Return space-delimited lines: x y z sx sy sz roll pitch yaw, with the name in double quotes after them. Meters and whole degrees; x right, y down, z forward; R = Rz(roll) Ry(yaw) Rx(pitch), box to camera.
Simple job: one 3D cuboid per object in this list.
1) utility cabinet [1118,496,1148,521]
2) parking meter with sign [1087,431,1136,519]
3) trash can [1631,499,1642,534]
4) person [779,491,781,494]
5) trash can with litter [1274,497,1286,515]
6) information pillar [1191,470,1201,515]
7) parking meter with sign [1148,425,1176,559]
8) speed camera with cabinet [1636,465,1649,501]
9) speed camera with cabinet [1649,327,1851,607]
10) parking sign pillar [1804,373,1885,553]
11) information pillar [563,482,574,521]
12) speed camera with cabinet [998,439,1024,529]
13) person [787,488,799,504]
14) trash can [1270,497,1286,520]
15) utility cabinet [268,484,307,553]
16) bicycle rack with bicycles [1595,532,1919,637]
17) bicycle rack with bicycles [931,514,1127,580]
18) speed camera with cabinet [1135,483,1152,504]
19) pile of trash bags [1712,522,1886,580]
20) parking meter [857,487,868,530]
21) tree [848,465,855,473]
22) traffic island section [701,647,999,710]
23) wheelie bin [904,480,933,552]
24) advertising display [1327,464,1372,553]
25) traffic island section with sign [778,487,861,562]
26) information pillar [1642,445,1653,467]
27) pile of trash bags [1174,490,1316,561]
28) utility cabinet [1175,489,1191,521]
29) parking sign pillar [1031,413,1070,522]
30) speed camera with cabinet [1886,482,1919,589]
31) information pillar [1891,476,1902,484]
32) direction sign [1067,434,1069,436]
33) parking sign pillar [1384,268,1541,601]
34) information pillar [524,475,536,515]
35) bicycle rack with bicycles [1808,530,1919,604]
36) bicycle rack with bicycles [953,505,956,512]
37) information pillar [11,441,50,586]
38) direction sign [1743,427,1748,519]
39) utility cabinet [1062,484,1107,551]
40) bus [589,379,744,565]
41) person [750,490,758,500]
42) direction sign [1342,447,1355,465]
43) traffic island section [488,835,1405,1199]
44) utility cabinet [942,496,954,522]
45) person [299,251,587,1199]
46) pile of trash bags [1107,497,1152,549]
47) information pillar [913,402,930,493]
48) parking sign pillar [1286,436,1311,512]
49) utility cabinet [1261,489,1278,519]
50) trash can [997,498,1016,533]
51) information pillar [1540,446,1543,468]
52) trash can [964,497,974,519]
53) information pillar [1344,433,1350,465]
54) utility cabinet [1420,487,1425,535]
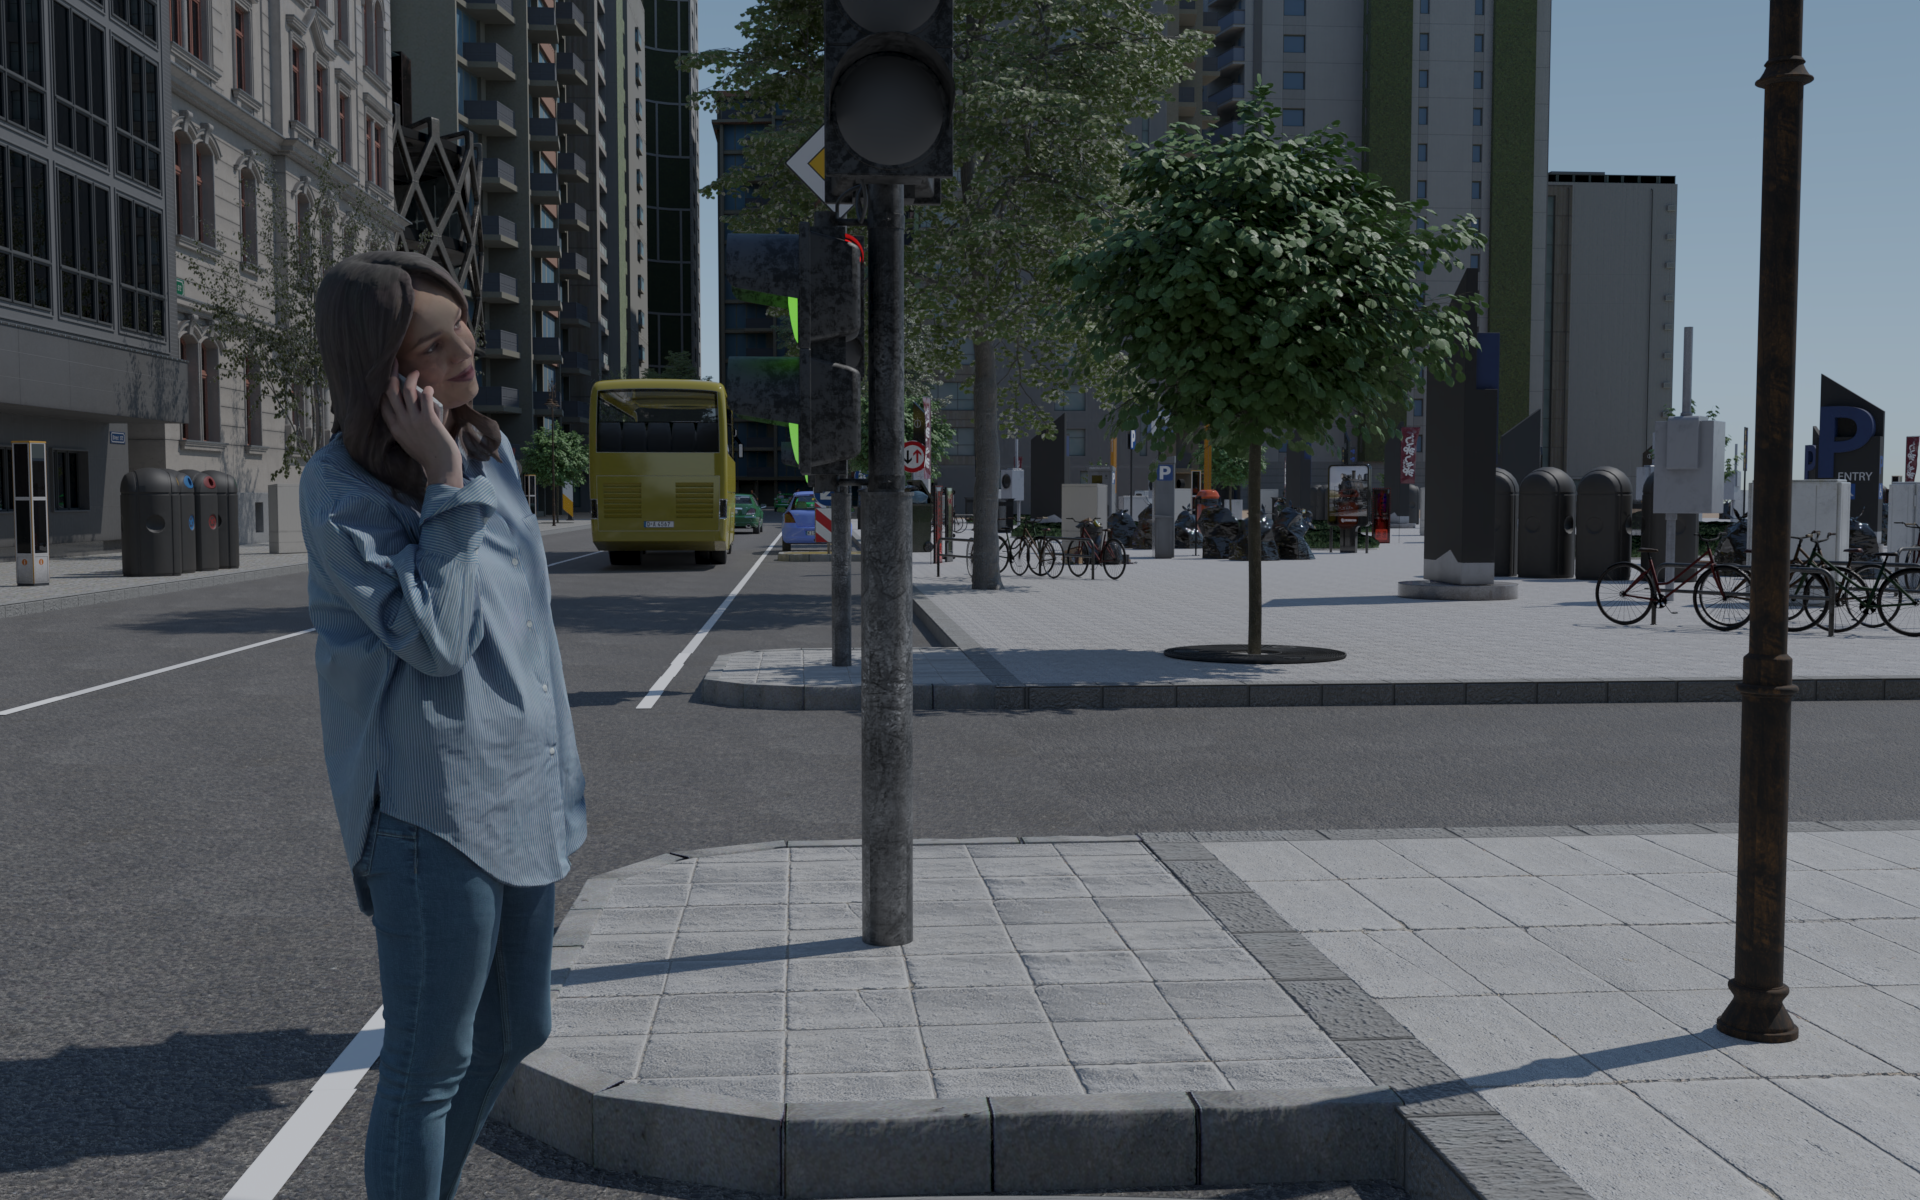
5.724 -2.819 57.250 1.020 1.237 0.306 -2 4 -31 "utility cabinet"
3.792 -3.071 46.465 1.738 3.016 0.543 1 4 19 "parking meter with sign"
17.811 -2.087 45.781 0.748 1.137 0.748 0 3 0 "trash can"
-16.813 -9.334 162.053 0.756 1.711 0.436 -2 4 -28 "person"
12.947 -3.477 68.236 1.055 1.170 0.624 -2 4 -28 "trash can with litter"
7.276 -2.993 53.431 0.304 2.012 0.304 0 4 7 "information pillar"
4.099 -2.373 35.065 0.543 3.016 1.738 0 4 3 "parking meter with sign"
22.915 -3.767 55.929 2.038 3.252 0.660 -1 4 -9 "speed camera with cabinet"
9.269 -1.588 20.293 2.038 3.252 0.660 3 4 37 "speed camera with cabinet"
19.667 -3.048 38.300 1.447 3.967 1.447 3 5 39 "parking sign pillar"
-18.915 -5.638 83.533 0.504 3.616 0.183 -2 4 -29 "information pillar"
1.483 -4.186 62.777 0.660 3.252 2.038 -2 4 -35 "speed camera with cabinet"
-8.384 -4.929 89.766 1.217 1.739 0.721 -1 4 -22 "person"
14.452 -4.092 78.550 0.748 1.137 0.748 0 3 0 "trash can"
-14.386 -1.761 37.468 0.318 1.500 1.173 2 4 28 "utility cabinet"
8.017 -0.194 16.559 2.852 0.926 2.925 -2 4 -34 "bicycle rack with bicycles"
0.884 -0.805 26.552 2.852 0.926 2.925 -1 4 -23 "bicycle rack with bicycles"
9.518 -5.670 87.034 0.660 3.252 2.038 -2 4 -24 "speed camera with cabinet"
13.598 -1.039 26.733 3.447 1.369 1.912 0 4 0 "pile of trash bags"
-3.518 -3.311 62.550 0.372 1.533 0.369 0 3 0 "parking meter"
-8.220 -10.595 123.584 4.360 8.622 3.978 0 3 0 "tree"
-0.861 0.571 12.939 2.009 0.180 2.903 0 4 -5 "traffic island section"
-0.983 -1.853 38.206 0.693 1.594 0.980 -2 4 -32 "wheelie bin"
8.465 -1.986 37.679 0.974 1.923 0.123 3 4 39 "advertising display"
-2.957 -1.771 37.592 1.989 1.847 2.006 0 4 -5 "traffic island section with sign"
32.508 -5.536 81.872 0.504 3.616 0.183 3 4 38 "information pillar"
5.624 -1.534 34.834 1.912 1.369 3.447 -1 4 -20 "pile of trash bags"
9.088 -3.845 71.551 1.173 1.500 0.318 -2 4 -33 "utility cabinet"
3.022 -4.245 57.882 1.447 3.967 1.447 2 4 32 "parking sign pillar"
13.749 -1.785 23.517 2.038 3.252 0.660 0 4 -6 "speed camera with cabinet"
37.241 -3.939 68.892 0.304 2.012 0.304 -3 4 -39 "information pillar"
3.878 -4.441 64.613 0.379 3.537 0.876 2 4 29 "direction sign"
6.180 -2.014 21.397 1.447 3.967 1.447 0 4 -5 "parking sign pillar"
-16.528 -3.800 66.623 0.304 2.012 0.304 3 5 44 "information pillar"
12.709 -0.492 21.432 2.925 0.926 2.852 -3 4 -36 "bicycle rack with bicycles"
-0.854 -2.675 57.112 2.925 0.926 2.852 -1 4 -21 "bicycle rack with bicycles"
-12.958 -1.203 24.156 0.304 2.012 0.304 1 4 14 "information pillar"
26.598 -4.079 58.697 0.379 3.537 0.876 2 4 31 "direction sign"
2.705 -1.767 37.571 0.318 1.500 1.173 -3 4 -37 "utility cabinet"
-6.265 -2.842 38.018 2.896 3.916 12.252 0 4 -7 "bus"
-19.254 -9.276 160.190 1.348 1.821 0.705 2 4 24 "person"
18.679 -5.589 83.377 0.876 3.537 0.379 -2 4 -33 "direction sign"
-0.186 1.058 4.982 2.009 0.180 2.903 0 4 -5 "traffic island section"
-0.653 -3.805 73.372 0.306 1.237 1.020 -2 4 -31 "utility cabinet"
-0.845 0.365 2.795 0.793 1.790 0.793 -1 4 -23 "person"
4.009 -1.881 40.512 3.447 1.369 1.912 -2 4 -34 "pile of trash bags"
-0.979 -3.208 43.798 0.504 3.616 0.183 2 4 33 "information pillar"
12.400 -4.586 63.459 1.447 3.967 1.447 -1 4 -12 "parking sign pillar"
14.121 -4.376 80.225 1.173 1.500 0.318 0 4 -5 "utility cabinet"
1.469 -2.797 57.384 0.748 1.137 0.748 0 3 0 "trash can"
28.517 -5.729 85.031 0.183 3.616 0.504 1 4 14 "information pillar"
0.543 -4.229 80.790 0.748 1.137 0.748 0 3 0 "trash can"
14.249 -4.433 63.832 0.183 3.616 0.504 0 4 -6 "information pillar"
14.444 -2.762 53.832 0.318 1.500 1.173 1 4 14 "utility cabinet"
